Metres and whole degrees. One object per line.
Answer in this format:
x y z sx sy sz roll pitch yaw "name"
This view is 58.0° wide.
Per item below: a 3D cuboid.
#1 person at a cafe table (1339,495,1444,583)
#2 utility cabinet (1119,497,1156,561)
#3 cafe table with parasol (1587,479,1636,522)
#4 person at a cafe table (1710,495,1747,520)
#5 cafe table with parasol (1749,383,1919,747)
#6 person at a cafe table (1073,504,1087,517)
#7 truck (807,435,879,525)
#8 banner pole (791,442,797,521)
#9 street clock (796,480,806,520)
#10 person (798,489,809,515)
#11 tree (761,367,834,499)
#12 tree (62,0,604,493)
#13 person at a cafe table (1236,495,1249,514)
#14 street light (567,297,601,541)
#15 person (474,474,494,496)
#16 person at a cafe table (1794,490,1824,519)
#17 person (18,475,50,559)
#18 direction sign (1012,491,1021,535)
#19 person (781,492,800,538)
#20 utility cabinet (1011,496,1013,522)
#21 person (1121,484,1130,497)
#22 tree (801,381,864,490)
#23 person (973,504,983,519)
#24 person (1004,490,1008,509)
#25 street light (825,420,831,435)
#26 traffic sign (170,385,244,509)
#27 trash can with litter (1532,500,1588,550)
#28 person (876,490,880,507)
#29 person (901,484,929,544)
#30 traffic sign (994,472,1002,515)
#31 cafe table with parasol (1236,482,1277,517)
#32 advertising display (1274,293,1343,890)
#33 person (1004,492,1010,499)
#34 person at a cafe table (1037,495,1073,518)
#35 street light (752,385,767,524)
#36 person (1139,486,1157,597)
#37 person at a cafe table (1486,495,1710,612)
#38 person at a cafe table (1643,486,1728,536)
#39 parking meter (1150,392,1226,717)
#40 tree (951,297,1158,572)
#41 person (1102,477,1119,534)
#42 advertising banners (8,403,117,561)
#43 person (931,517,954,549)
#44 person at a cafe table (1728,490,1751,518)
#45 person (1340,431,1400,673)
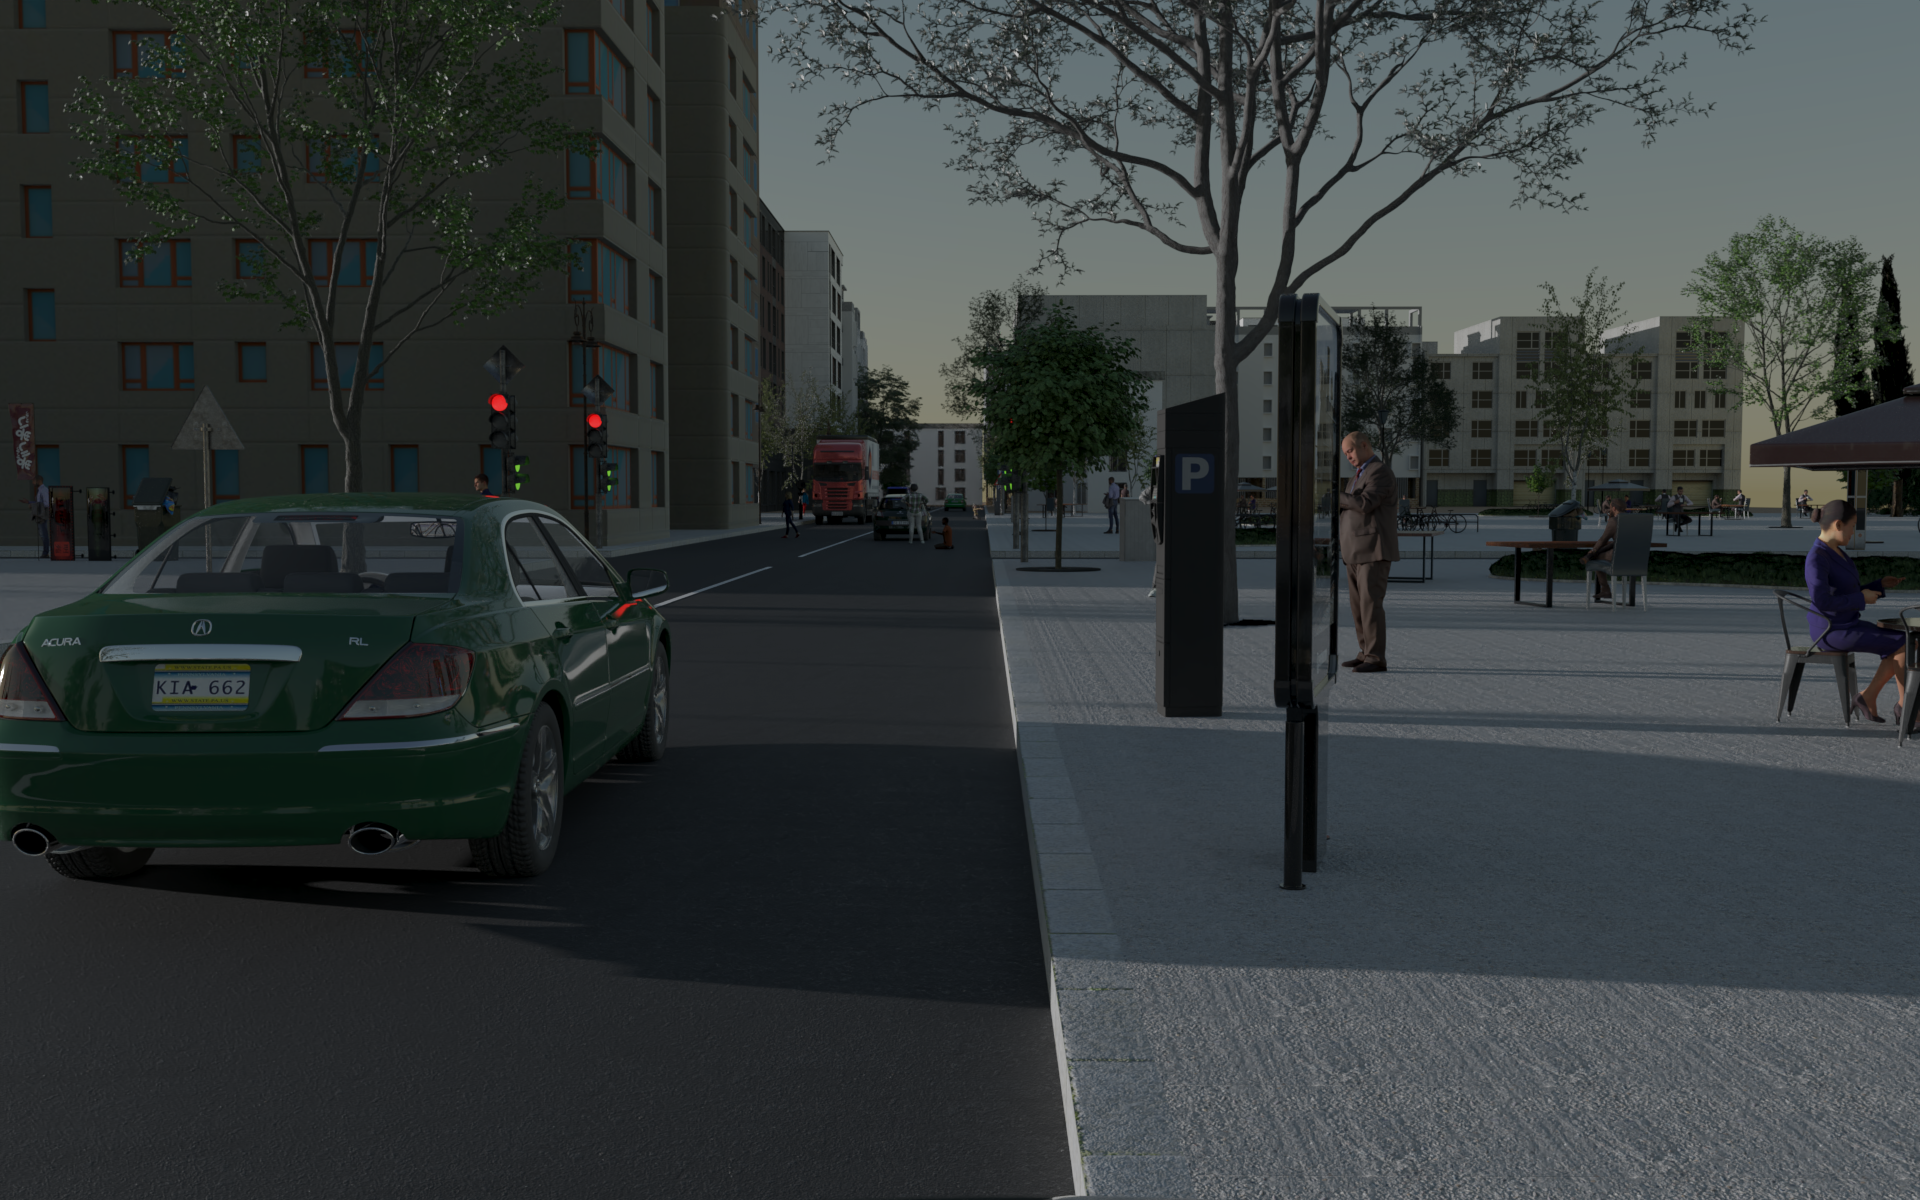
6.197 -0.906 25.671 1.726 1.238 1.698 1 4 21 "person at a cafe table"
3.586 -1.350 33.227 1.020 1.237 0.306 -1 4 -17 "utility cabinet"
29.689 -4.482 78.140 2.610 1.966 2.610 2 4 28 "cafe table with parasol"
38.617 -4.672 87.251 1.726 1.238 1.698 2 4 31 "person at a cafe table"
5.436 -0.271 9.299 2.610 1.966 2.610 0 4 1 "cafe table with parasol"
6.077 -5.369 98.639 1.726 1.238 1.698 2 4 35 "person at a cafe table"
-5.550 -5.859 84.701 2.839 4.237 11.283 0 4 1 "truck"
-8.097 -5.727 83.660 0.401 3.779 0.863 0 4 -4 "banner pole"
-7.997 -5.041 86.982 0.471 2.002 0.358 -1 4 -12 "street clock"
-9.417 -5.902 104.240 0.593 1.614 0.444 0 4 -1 "person"
-9.329 -9.094 99.041 4.360 8.622 3.978 0 3 0 "tree"
-9.278 -6.131 26.000 9.928 11.665 9.643 0 3 0 "tree"
16.810 -5.818 105.985 1.726 1.238 1.698 1 4 10 "person at a cafe table"
-8.836 -4.163 40.848 0.468 5.910 1.993 0 4 1 "street light"
-7.247 -1.043 26.254 0.504 1.737 0.576 -1 4 -12 "person"
44.685 -5.049 91.059 1.698 1.524 1.622 -1 4 -16 "person at a cafe table"
-19.852 -1.763 37.187 0.599 1.838 0.709 -3 4 -36 "person"
1.813 -3.792 54.002 0.876 3.537 0.379 1 4 11 "direction sign"
-5.538 -2.781 56.504 0.613 1.512 0.480 -3 5 -43 "person"
2.468 -4.128 78.650 0.306 1.237 1.020 0 4 4 "utility cabinet"
8.865 -5.259 92.155 0.434 1.807 0.598 -2 4 -31 "person"
-8.794 -9.951 113.067 4.737 8.622 4.395 0 3 0 "tree"
1.013 -4.981 97.868 0.695 0.859 0.347 3 4 37 "person"
3.800 -8.660 148.087 0.568 1.767 0.683 0 4 0 "person"
-8.029 -8.158 106.164 0.468 5.910 1.993 0 4 1 "street light"
-8.984 -1.264 20.677 0.884 2.594 0.081 0 4 1 "traffic sign"
11.355 -1.322 33.008 1.055 1.170 0.624 -1 4 -17 "trash can with litter"
-7.319 -9.074 155.334 0.436 1.711 0.756 1 4 10 "person"
-1.312 -2.504 50.159 0.841 1.734 0.376 0 4 -6 "person"
2.465 -6.339 103.649 0.884 2.594 0.081 0 4 1 "traffic sign"
16.128 -5.724 98.445 2.610 1.966 2.610 2 4 32 "cafe table with parasol"
1.209 -0.047 5.989 0.123 1.923 0.974 1 4 17 "advertising display"
3.210 -7.603 130.293 0.705 1.831 1.348 -3 5 -44 "person"
4.956 -5.002 92.643 1.698 1.238 1.726 1 4 12 "person at a cafe table"
-8.521 -6.162 73.537 0.468 5.910 1.993 0 4 1 "street light"
2.652 -0.907 21.597 0.841 1.734 0.376 0 4 7 "person"
7.159 -0.535 19.612 1.698 1.238 1.726 -1 4 -11 "person at a cafe table"
22.280 -2.736 53.257 1.698 1.524 1.622 0 4 -5 "person at a cafe table"
1.314 -0.264 10.026 0.399 1.863 0.255 0 4 -4 "parking meter"
1.573 -2.772 29.031 4.285 4.588 4.351 0 3 0 "tree"
4.833 -3.063 55.989 0.599 1.838 0.709 3 4 36 "person"
-17.197 -2.261 33.160 2.074 3.025 0.090 0 4 6 "advertising banners"
-0.464 -1.731 45.084 0.655 0.850 0.859 1 4 19 "person"
41.137 -5.108 92.027 1.698 1.524 1.622 -2 4 -34 "person at a cafe table"
2.913 -0.363 12.657 0.600 1.739 0.565 -2 4 -33 "person"
